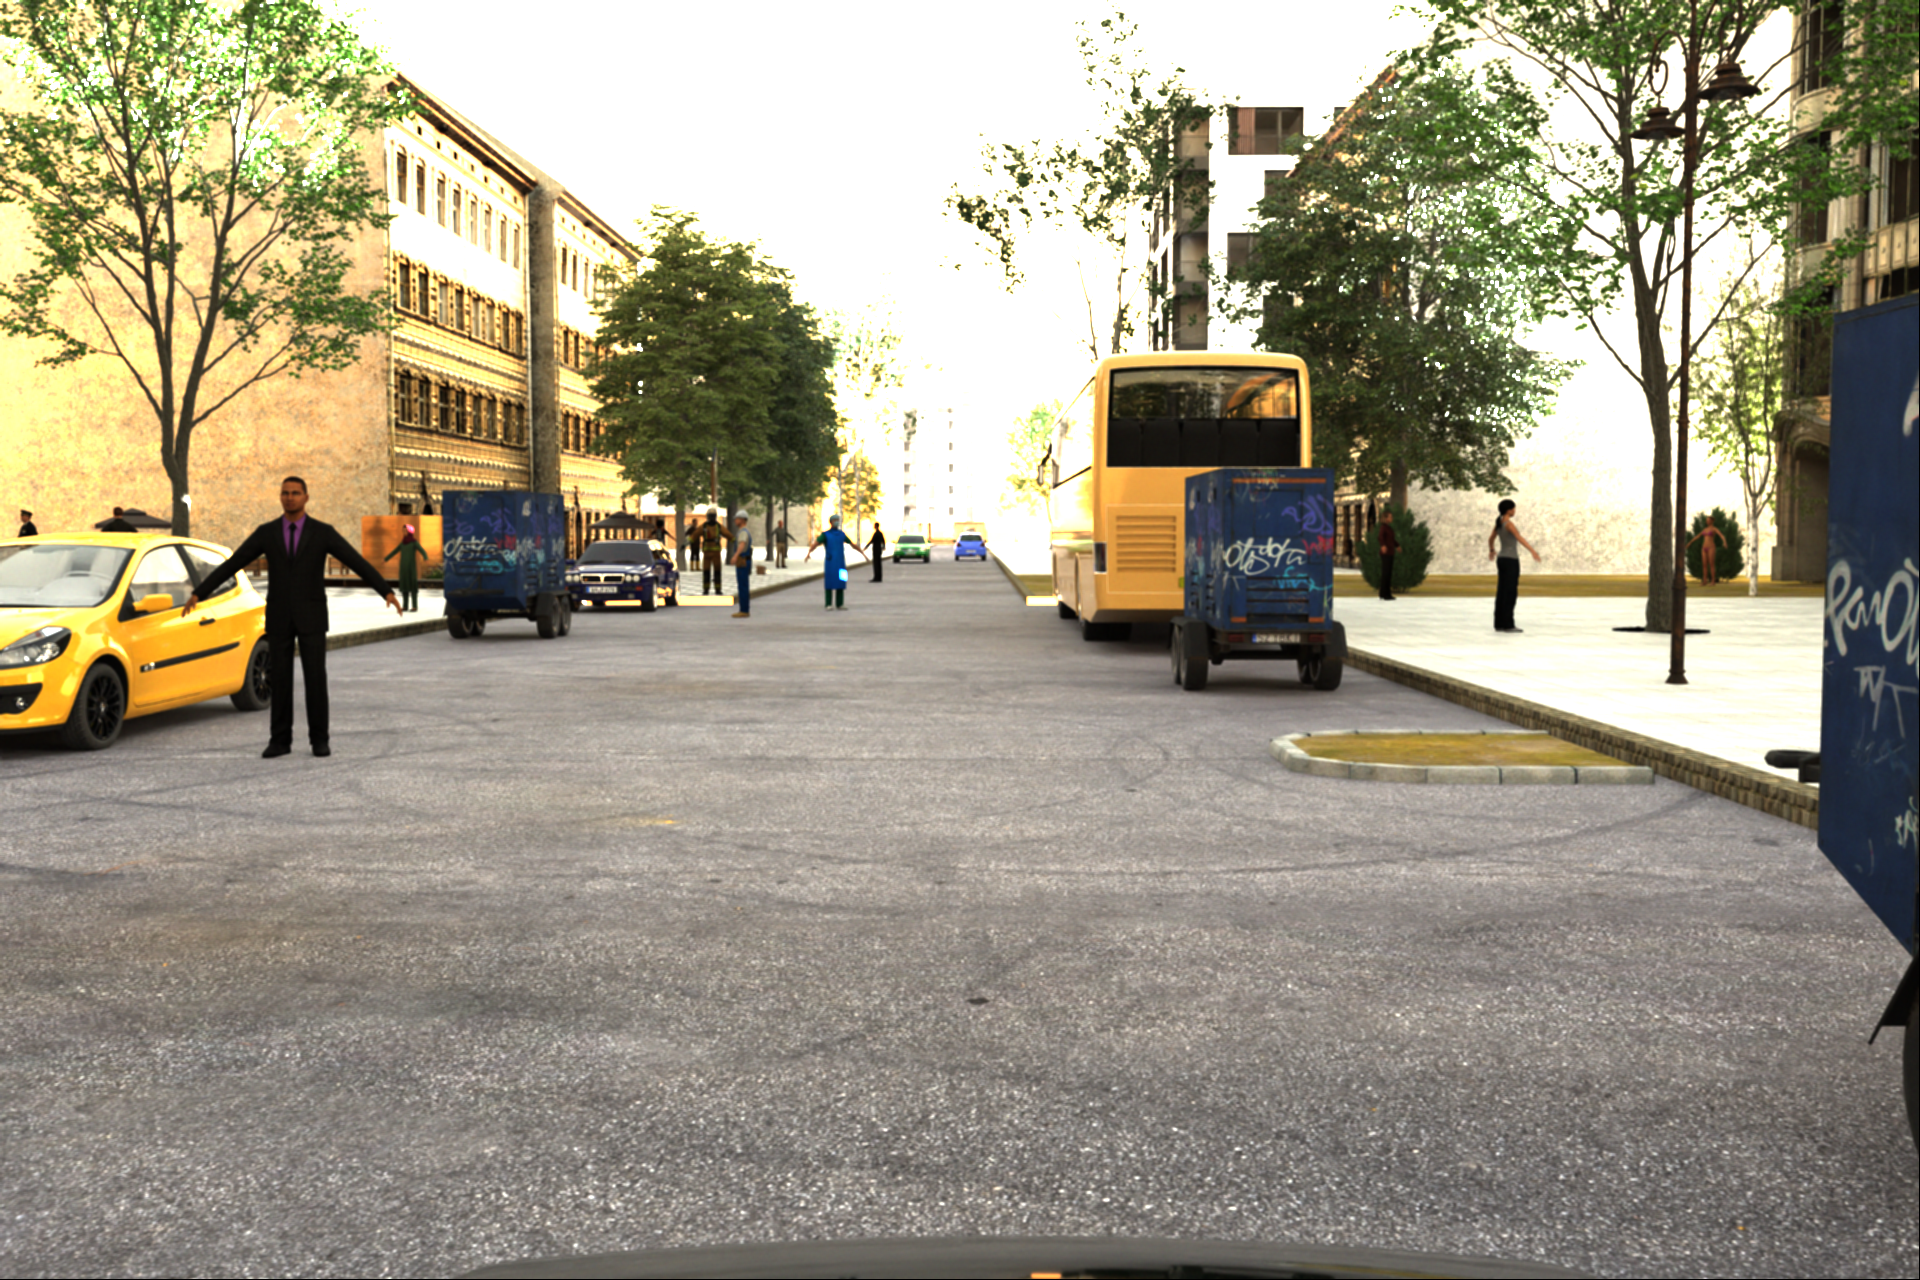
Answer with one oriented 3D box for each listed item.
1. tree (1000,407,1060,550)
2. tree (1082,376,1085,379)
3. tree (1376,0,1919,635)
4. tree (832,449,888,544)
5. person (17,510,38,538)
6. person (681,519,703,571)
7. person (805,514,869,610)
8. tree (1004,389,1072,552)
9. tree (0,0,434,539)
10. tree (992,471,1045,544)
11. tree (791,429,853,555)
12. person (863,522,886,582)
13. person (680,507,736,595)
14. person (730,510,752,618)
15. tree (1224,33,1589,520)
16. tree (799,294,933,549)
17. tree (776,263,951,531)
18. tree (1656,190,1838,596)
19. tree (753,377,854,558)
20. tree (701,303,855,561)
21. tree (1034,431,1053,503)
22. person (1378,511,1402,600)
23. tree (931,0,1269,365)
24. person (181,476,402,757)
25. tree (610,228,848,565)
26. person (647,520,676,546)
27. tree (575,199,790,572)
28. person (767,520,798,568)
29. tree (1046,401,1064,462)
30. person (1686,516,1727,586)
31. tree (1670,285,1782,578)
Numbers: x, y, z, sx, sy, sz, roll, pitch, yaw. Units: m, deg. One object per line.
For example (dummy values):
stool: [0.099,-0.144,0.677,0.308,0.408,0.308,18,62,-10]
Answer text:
tree: [7.282,-13.039,138.935,9.928,11.665,9.643,0,3,0]
tree: [6.962,-7.631,75.125,4.737,8.622,4.395,0,3,0]
tree: [9.032,-5.910,22.383,9.928,11.665,9.643,0,3,0]
tree: [-13.343,-19.109,230.553,7.486,12.596,7.792,0,3,0]
person: [-21.337,-2.057,39.572,1.347,1.837,0.705,3,4,38]
person: [-9.136,-3.286,59.861,0.704,1.812,1.346,3,5,44]
person: [-2.352,-1.475,32.704,1.347,1.817,0.704,-2,4,-32]
tree: [7.101,-12.072,123.135,9.928,11.665,9.643,0,3,0]
tree: [-12.180,-6.180,26.807,9.928,11.665,9.643,0,3,0]
tree: [7.867,-18.200,231.985,7.601,10.594,8.767,0,4,-1]
tree: [-9.254,-9.542,106.370,4.360,8.622,3.978,0,3,0]
person: [-2.501,-2.632,51.712,0.704,1.802,1.346,2,4,25]
person: [-5.235,-1.883,36.563,1.354,1.858,0.705,-1,4,-13]
person: [-3.778,-1.320,29.888,0.705,1.847,1.347,0,4,-2]
tree: [11.743,-8.525,46.043,9.857,13.997,8.962,0,3,0]
tree: [-8.514,-17.310,138.906,12.611,20.169,13.585,0,3,0]
tree: [-7.447,-16.205,120.836,12.611,20.169,13.585,0,3,0]
tree: [16.635,-5.228,35.840,4.360,8.622,3.978,0,3,0]
tree: [-9.056,-9.639,92.006,8.767,10.594,7.601,3,4,37]
tree: [-8.633,-10.004,81.700,7.486,12.596,7.792,0,3,0]
tree: [6.899,-9.627,107.764,4.737,8.622,4.395,0,3,0]
person: [8.375,-1.643,33.674,0.721,1.729,1.215,2,4,28]
tree: [4.962,-12.714,63.769,12.611,20.169,13.585,0,3,0]
person: [-4.296,-0.154,11.200,1.346,1.802,0.704,-1,4,-10]
tree: [-9.471,-10.057,71.094,9.857,13.997,8.962,0,3,0]
person: [-11.459,-3.681,66.329,1.345,1.843,0.704,1,4,13]
tree: [-9.505,-8.651,59.569,7.486,12.596,7.792,0,3,0]
person: [-6.748,-3.611,65.305,1.348,1.796,0.705,-3,4,-38]
tree: [5.927,-8.596,90.913,4.360,8.622,3.978,0,3,0]
person: [18.516,-2.210,42.931,0.721,1.733,1.217,-2,4,-26]
tree: [22.654,-6.081,49.781,4.737,8.622,4.395,0,3,0]
